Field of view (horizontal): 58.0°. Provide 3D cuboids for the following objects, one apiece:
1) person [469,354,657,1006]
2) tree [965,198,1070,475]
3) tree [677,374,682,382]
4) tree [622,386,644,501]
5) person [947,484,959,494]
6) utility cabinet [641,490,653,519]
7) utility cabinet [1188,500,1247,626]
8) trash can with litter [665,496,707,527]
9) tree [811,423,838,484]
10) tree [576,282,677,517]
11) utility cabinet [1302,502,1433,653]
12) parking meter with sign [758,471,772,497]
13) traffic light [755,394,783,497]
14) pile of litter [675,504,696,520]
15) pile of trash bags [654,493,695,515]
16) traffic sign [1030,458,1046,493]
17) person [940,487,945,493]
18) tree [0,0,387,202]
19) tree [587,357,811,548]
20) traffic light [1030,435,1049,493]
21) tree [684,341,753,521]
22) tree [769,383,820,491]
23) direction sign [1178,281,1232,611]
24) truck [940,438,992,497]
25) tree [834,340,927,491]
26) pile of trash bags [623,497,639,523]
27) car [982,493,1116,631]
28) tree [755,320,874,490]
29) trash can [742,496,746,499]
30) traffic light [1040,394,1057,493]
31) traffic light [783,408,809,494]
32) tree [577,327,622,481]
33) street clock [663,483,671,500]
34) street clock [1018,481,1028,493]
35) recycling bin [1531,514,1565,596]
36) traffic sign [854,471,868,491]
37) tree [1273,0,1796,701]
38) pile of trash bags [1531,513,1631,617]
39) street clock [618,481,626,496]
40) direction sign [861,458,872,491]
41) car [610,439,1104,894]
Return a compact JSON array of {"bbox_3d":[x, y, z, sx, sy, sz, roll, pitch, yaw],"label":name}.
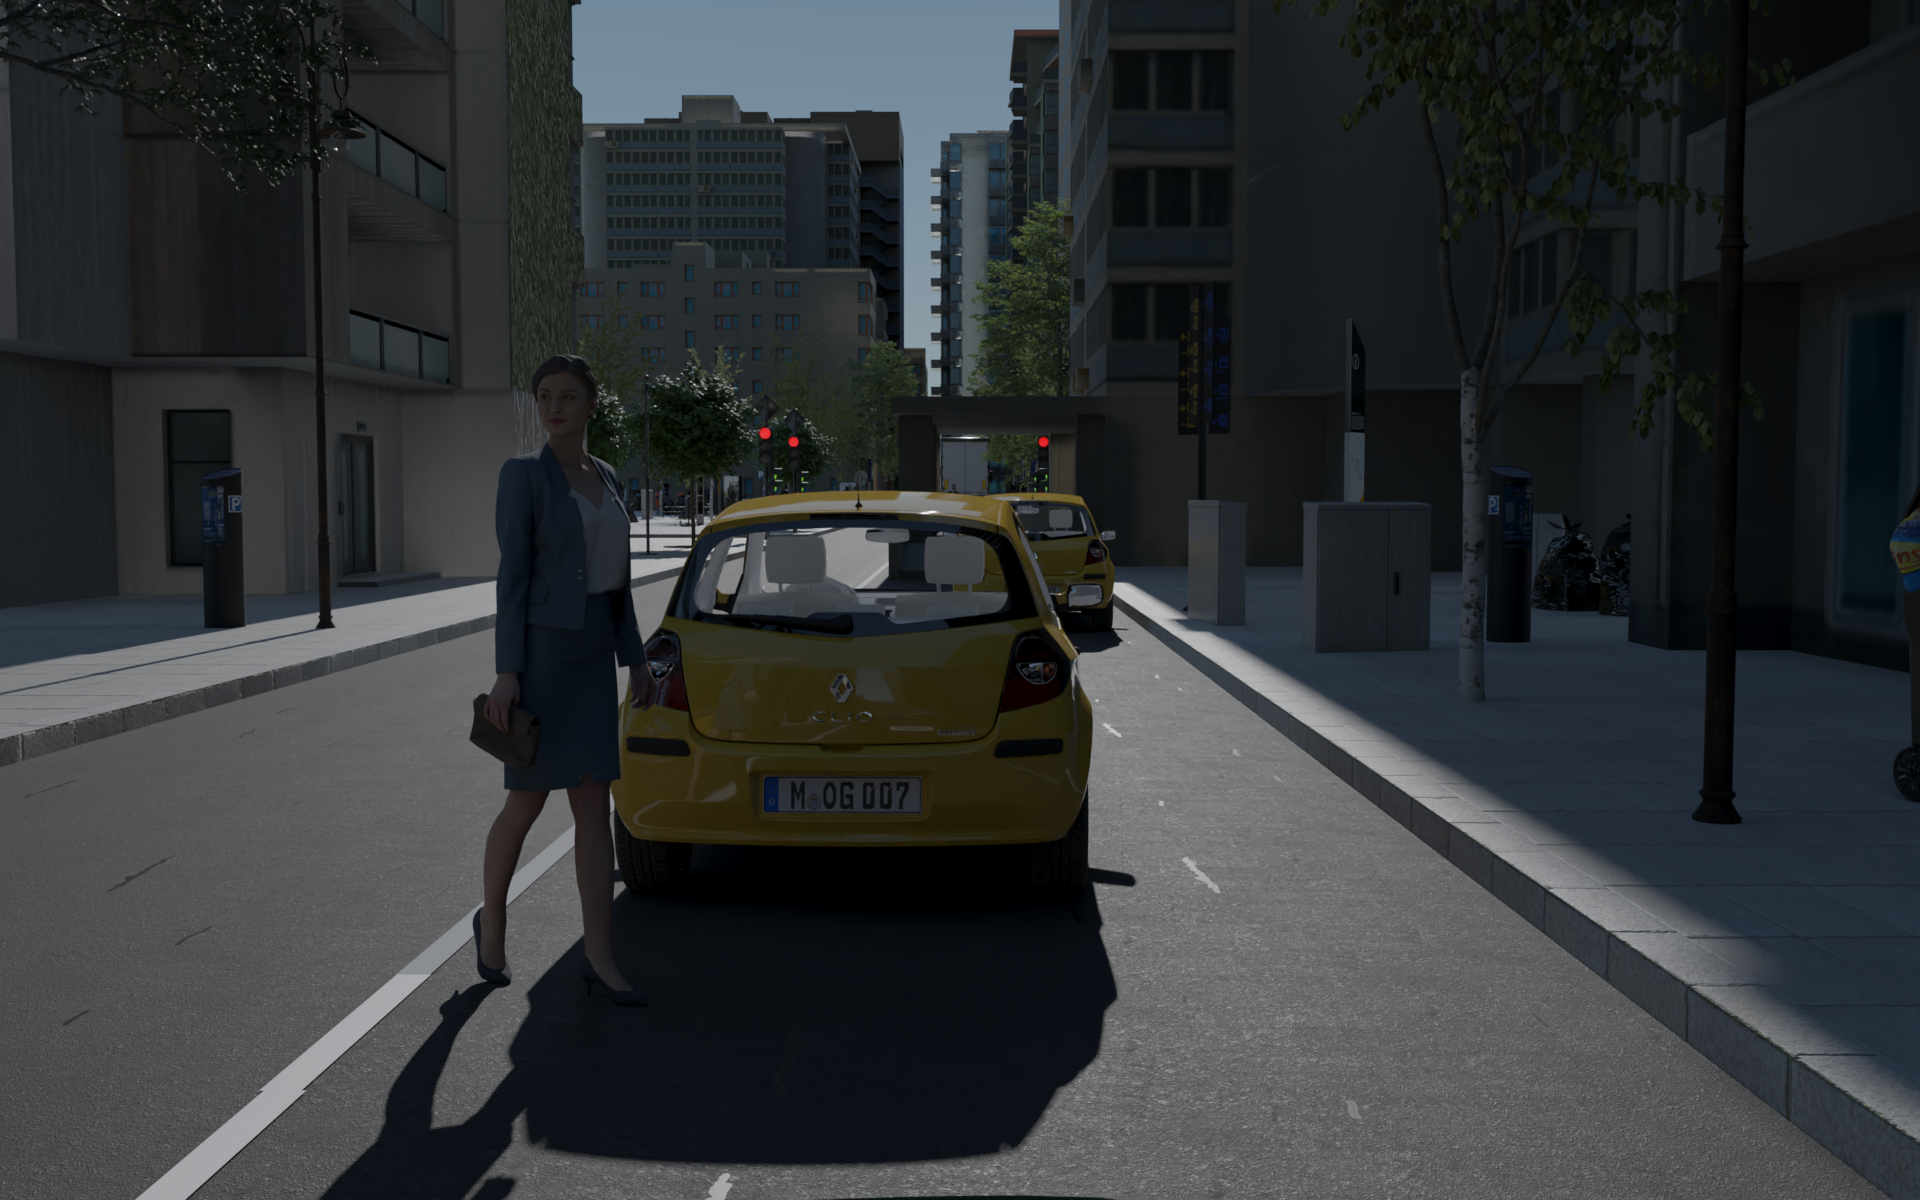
[{"bbox_3d":[-1.152,0.217,4.973,0.581,1.822,0.654,-3,5,-41],"label":"person"},{"bbox_3d":[4.031,-9.097,66.865,7.486,12.596,7.792,0,3,0],"label":"tree"},{"bbox_3d":[-16.745,-8.995,97.431,4.737,8.622,4.395,0,3,0],"label":"tree"},{"bbox_3d":[-22.781,-10.212,117.333,4.360,8.622,3.978,0,3,0],"label":"tree"},{"bbox_3d":[-0.329,-4.316,78.422,0.648,1.900,0.474,-3,5,-40],"label":"person"},{"bbox_3d":[-15.635,-4.768,86.632,0.318,1.500,1.173,0,4,4],"label":"utility cabinet"},{"bbox_3d":[2.567,-0.375,17.295,0.306,1.237,1.020,-1,4,-9],"label":"utility cabinet"},{"bbox_3d":[-10.954,-3.556,69.200,1.678,1.210,2.233,-1,4,-9],"label":"trash can with litter"},{"bbox_3d":[-6.244,-4.885,63.585,4.285,4.588,4.351,0,3,0],"label":"tree"},{"bbox_3d":[-12.404,-6.669,59.398,4.737,8.622,4.395,0,3,0],"label":"tree"},{"bbox_3d":[3.338,-0.185,14.189,1.020,1.237,0.306,-1,4,-14],"label":"utility cabinet"},{"bbox_3d":[-14.508,-8.219,130.634,0.543,3.016,1.738,2,4,28],"label":"parking meter with sign"},{"bbox_3d":[-5.439,-3.665,48.841,0.839,4.253,0.868,0,4,0],"label":"traffic light"},{"bbox_3d":[-13.493,-4.494,87.448,1.719,0.858,1.176,0,4,-6],"label":"pile of litter"},{"bbox_3d":[-17.796,-5.890,106.051,1.912,1.369,3.447,1,4,16],"label":"pile of trash bags"},{"bbox_3d":[2.843,-3.744,61.328,0.768,2.556,0.104,0,4,4],"label":"traffic sign"},{"bbox_3d":[-0.931,-4.610,84.218,0.599,1.781,0.374,0,4,6],"label":"person"},{"bbox_3d":[-6.805,-4.597,9.570,7.601,10.594,8.767,-1,4,-9],"label":"tree"},{"bbox_3d":[-6.473,-3.546,41.685,4.285,4.588,4.351,0,3,0],"label":"tree"},{"bbox_3d":[2.707,-4.152,56.807,0.839,4.253,0.868,0,4,0],"label":"traffic light"},{"bbox_3d":[-12.020,-8.146,83.553,4.360,8.622,3.978,0,3,0],"label":"tree"},{"bbox_3d":[-10.757,-9.952,113.076,4.360,8.622,3.978,0,3,0],"label":"tree"},{"bbox_3d":[2.638,-1.648,18.935,0.379,3.537,0.876,-1,4,-9],"label":"direction sign"},{"bbox_3d":[0.322,-6.280,91.588,2.839,4.237,11.283,0,4,1],"label":"truck"},{"bbox_3d":[-5.568,-12.810,127.569,7.486,12.596,7.792,0,3,0],"label":"tree"},{"bbox_3d":[-16.032,-4.174,77.992,3.447,1.369,1.912,3,5,44],"label":"pile of trash bags"},{"bbox_3d":[0.792,-0.570,19.544,2.015,1.641,3.980,0,4,1],"label":"car"},{"bbox_3d":[-6.923,-7.572,74.167,4.737,8.622,4.395,0,3,0],"label":"tree"},{"bbox_3d":[-15.881,-6.971,125.635,0.748,1.137,0.748,0,3,0],"label":"trash can"},{"bbox_3d":[2.673,-3.664,48.822,0.839,4.253,0.868,0,4,0],"label":"traffic light"},{"bbox_3d":[-5.404,-4.153,56.826,0.839,4.253,0.868,0,4,0],"label":"traffic light"},{"bbox_3d":[-16.125,-7.407,71.471,4.360,8.622,3.978,0,3,0],"label":"tree"},{"bbox_3d":[-19.489,-6.762,115.121,0.471,2.002,0.358,1,4,16],"label":"street clock"},{"bbox_3d":[3.490,-5.595,96.052,0.471,2.002,0.358,-2,4,-24],"label":"street clock"},{"bbox_3d":[7.269,-0.590,22.199,0.722,1.027,0.722,0,4,-1],"label":"recycling bin"},{"bbox_3d":[-5.369,-5.727,93.736,0.768,2.556,0.104,0,4,6],"label":"traffic sign"},{"bbox_3d":[3.208,-3.665,10.292,4.737,8.622,4.395,0,3,0],"label":"tree"},{"bbox_3d":[8.214,-0.571,19.088,3.447,1.369,1.912,-1,4,-9],"label":"pile of trash bags"},{"bbox_3d":[-18.191,-5.415,93.098,0.471,2.002,0.358,0,4,4],"label":"street clock"},{"bbox_3d":[-5.959,-7.221,110.054,0.876,3.537,0.379,-3,5,-42],"label":"direction sign"},{"bbox_3d":[-0.340,0.158,7.648,2.015,1.641,3.980,0,4,1],"label":"car"}]
